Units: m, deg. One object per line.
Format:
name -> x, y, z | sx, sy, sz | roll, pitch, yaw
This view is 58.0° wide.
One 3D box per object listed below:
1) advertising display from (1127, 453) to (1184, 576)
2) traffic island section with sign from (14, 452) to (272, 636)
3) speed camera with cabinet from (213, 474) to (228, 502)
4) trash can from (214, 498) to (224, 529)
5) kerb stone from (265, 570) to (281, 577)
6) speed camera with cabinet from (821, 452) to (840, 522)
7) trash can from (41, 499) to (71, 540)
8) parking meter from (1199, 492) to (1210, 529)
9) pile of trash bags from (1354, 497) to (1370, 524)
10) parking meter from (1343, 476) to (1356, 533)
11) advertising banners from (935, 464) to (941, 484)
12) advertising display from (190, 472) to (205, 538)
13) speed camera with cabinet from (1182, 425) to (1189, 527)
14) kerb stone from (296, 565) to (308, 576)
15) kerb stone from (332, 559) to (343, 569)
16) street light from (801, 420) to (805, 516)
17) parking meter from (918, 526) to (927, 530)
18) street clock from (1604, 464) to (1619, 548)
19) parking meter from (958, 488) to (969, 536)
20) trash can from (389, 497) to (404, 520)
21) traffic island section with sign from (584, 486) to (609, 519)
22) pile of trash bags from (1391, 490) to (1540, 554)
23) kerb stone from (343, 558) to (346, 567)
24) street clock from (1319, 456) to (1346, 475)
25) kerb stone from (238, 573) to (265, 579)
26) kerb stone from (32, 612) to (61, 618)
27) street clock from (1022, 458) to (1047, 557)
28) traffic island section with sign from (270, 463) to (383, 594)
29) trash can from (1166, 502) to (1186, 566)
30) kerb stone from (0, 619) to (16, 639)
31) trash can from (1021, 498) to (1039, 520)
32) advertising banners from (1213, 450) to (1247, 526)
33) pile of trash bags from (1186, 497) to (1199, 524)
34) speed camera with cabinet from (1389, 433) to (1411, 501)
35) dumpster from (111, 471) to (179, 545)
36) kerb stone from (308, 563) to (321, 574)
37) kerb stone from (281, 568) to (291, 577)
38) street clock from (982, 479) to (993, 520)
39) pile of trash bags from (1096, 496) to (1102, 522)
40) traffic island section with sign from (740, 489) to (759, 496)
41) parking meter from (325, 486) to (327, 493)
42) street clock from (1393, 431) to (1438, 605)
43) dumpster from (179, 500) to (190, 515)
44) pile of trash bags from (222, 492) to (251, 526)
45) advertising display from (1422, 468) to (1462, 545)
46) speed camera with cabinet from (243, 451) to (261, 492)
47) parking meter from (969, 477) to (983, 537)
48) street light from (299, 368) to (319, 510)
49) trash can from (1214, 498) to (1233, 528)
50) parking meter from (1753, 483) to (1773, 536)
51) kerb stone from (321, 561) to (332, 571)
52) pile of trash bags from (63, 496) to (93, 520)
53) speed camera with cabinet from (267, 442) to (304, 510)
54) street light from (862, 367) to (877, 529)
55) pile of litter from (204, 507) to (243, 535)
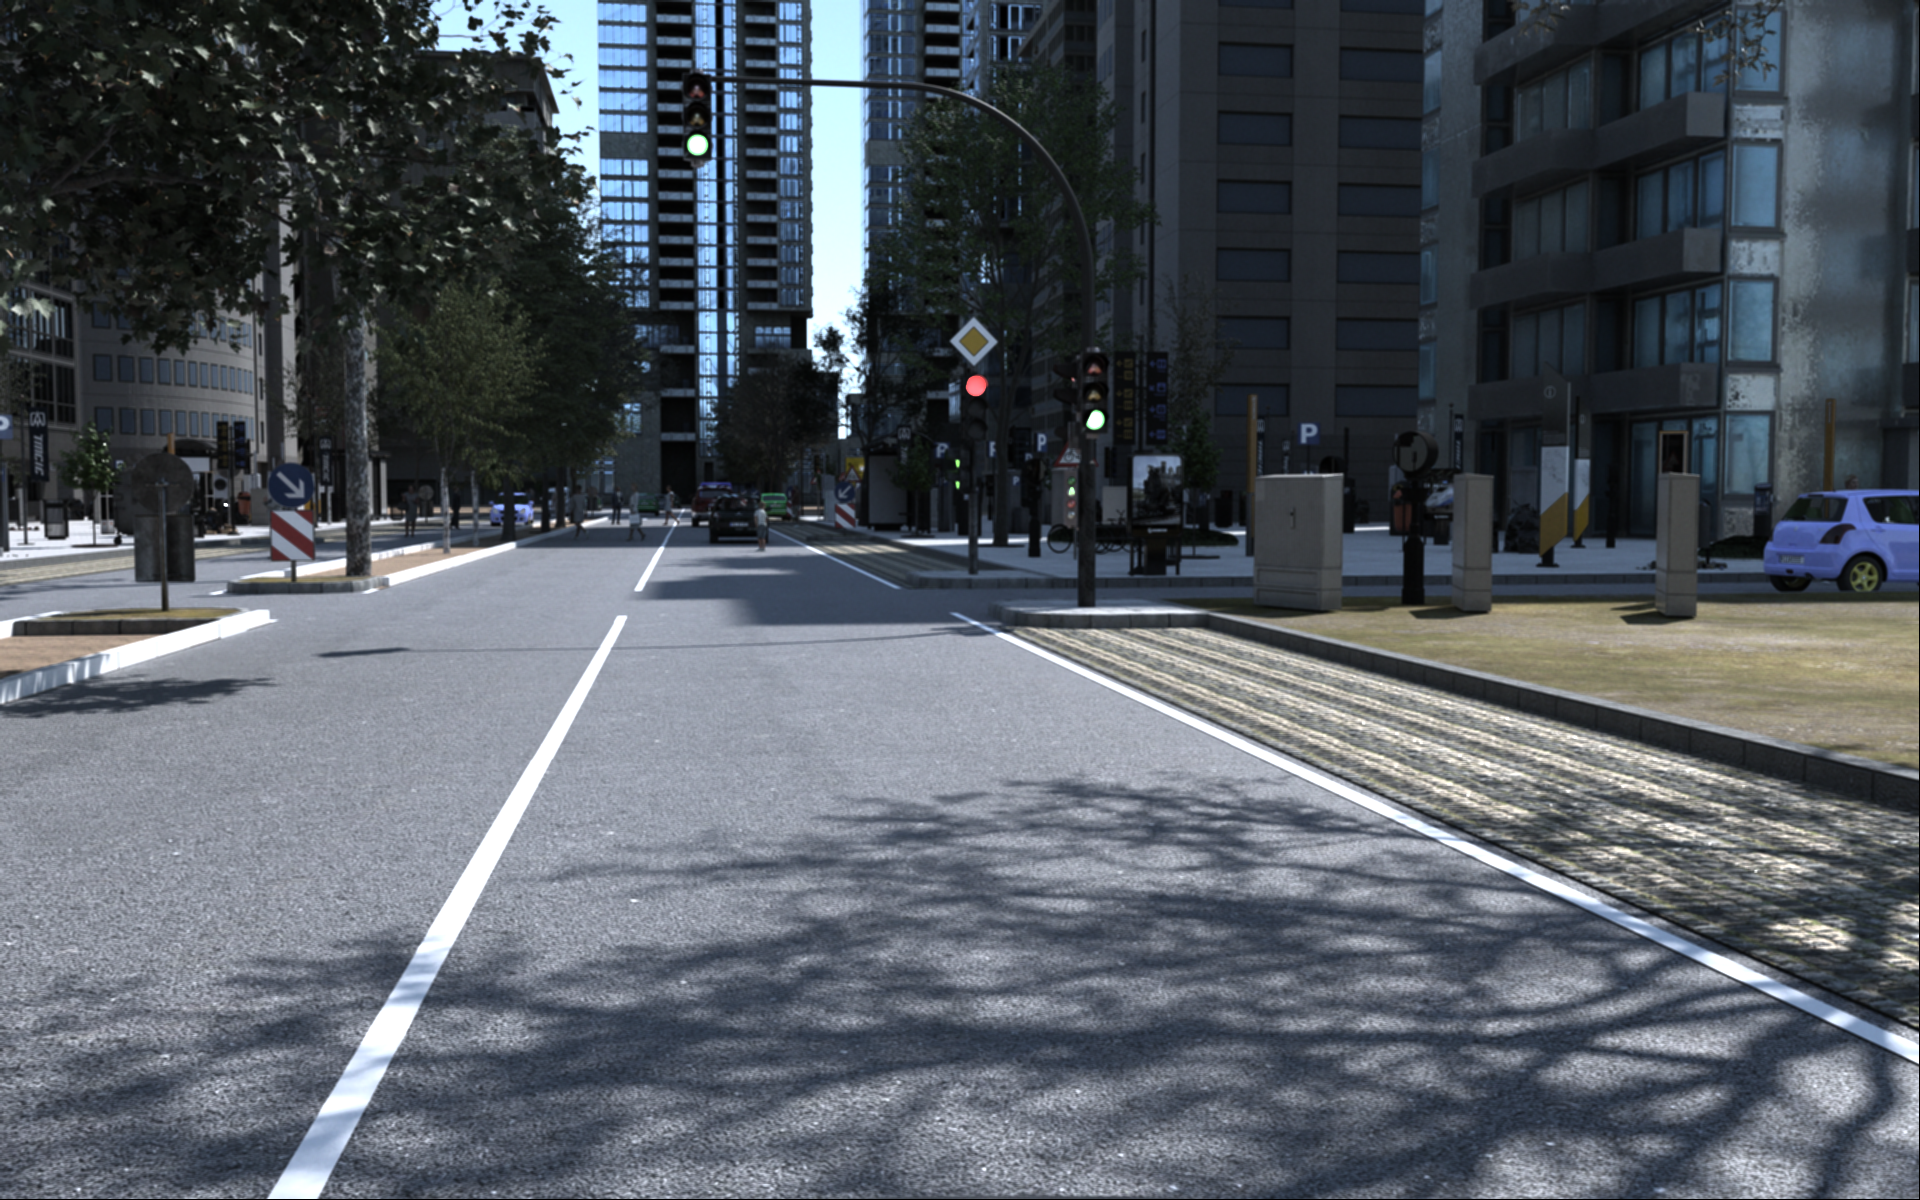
advertising display -> 3.067, -1.346, 27.221 | 0.974, 1.923, 0.123 | -2, 4, -26
traffic island section with sign -> -8.664, -0.630, 18.441 | 2.006, 1.907, 1.989 | -1, 4, -9
speed camera with cabinet -> -35.813, -5.368, 82.098 | 2.038, 3.252, 0.660 | -2, 4, -25
trash can -> -26.113, -2.988, 60.506 | 0.748, 1.137, 0.748 | 0, 3, 0
kerb stone -> -11.202, -0.354, 27.982 | 0.120, 0.150, 1.000 | -1, 4, -9
speed camera with cabinet -> -6.017, -5.278, 80.635 | 0.660, 3.252, 2.038 | -1, 4, -12
trash can -> -25.471, -2.273, 48.811 | 0.748, 1.137, 0.748 | 0, 3, 0
parking meter -> 8.699, -3.259, 61.701 | 0.372, 1.533, 0.369 | 0, 3, 0
pile of trash bags -> 16.728, -3.981, 74.840 | 1.912, 1.369, 3.447 | 1, 4, 13
parking meter -> 12.739, -3.123, 56.770 | 0.399, 1.863, 0.255 | 2, 4, 35
advertising banners -> -0.754, -6.386, 100.605 | 0.090, 3.025, 2.074 | 3, 5, 44
advertising display -> -22.354, -2.786, 50.760 | 0.123, 1.923, 0.974 | -3, 5, -41
speed camera with cabinet -> 6.224, -3.439, 50.556 | 0.660, 3.252, 2.038 | 0, 4, -3
kerb stone -> -11.515, -0.477, 30.002 | 0.120, 0.150, 1.000 | -1, 4, -9
kerb stone -> -11.979, -0.659, 33.039 | 0.120, 0.150, 1.000 | -1, 4, -9
street light -> -9.279, -7.888, 101.751 | 0.468, 5.910, 1.993 | -1, 4, -9
parking meter -> -1.341, -3.389, 61.116 | 0.255, 1.863, 0.399 | -2, 4, -33
street clock -> 15.512, -2.243, 41.239 | 0.358, 2.002, 0.471 | 1, 4, 15
parking meter -> 0.118, -2.764, 53.605 | 0.372, 1.533, 0.369 | 0, 3, 0
trash can -> -27.395, -4.440, 84.242 | 0.748, 1.137, 0.748 | 0, 3, 0
traffic island section with sign -> -21.272, -5.620, 100.022 | 2.006, 1.907, 1.989 | -1, 4, -9
pile of trash bags -> 11.280, -1.745, 38.282 | 3.447, 1.369, 1.912 | 1, 4, 20
kerb stone -> -12.133, -0.725, 34.050 | 0.120, 0.150, 1.000 | -1, 4, -9
street clock -> 7.118, -1.747, 33.132 | 0.358, 2.002, 0.471 | -3, 5, -40
kerb stone -> -11.047, -0.292, 26.971 | 0.120, 0.150, 1.000 | -1, 4, -9
kerb stone -> -9.711, 0.236, 18.343 | 0.120, 0.150, 1.000 | -1, 4, -9
street clock -> 1.516, -1.873, 35.198 | 0.471, 2.002, 0.358 | -2, 4, -23
traffic island section with sign -> -9.786, -1.078, 25.763 | 2.006, 1.907, 1.989 | -1, 4, -9
trash can -> 3.680, -1.194, 31.176 | 0.748, 1.137, 0.748 | 0, 3, 0
kerb stone -> -9.545, 0.297, 17.334 | 0.120, 0.150, 1.000 | -1, 4, -9
trash can -> 2.614, -3.226, 64.396 | 0.748, 1.137, 0.748 | 0, 3, 0
advertising banners -> 10.595, -4.430, 68.617 | 2.074, 3.025, 0.090 | -1, 4, -9
pile of trash bags -> 9.195, -3.884, 73.262 | 1.912, 1.369, 3.447 | 2, 4, 25
speed camera with cabinet -> 14.603, -3.770, 55.969 | 0.660, 3.252, 2.038 | -1, 4, -14
dumpster -> -20.906, -2.368, 44.479 | 1.264, 1.857, 1.865 | -1, 4, -9
kerb stone -> -11.665, -0.539, 31.014 | 0.120, 0.150, 1.000 | -1, 4, -9
kerb stone -> -11.359, -0.412, 28.992 | 0.120, 0.150, 1.000 | -1, 4, -9
street clock -> 1.468, -4.891, 84.531 | 0.471, 2.002, 0.358 | 1, 4, 12
pile of trash bags -> 6.851, -4.287, 79.849 | 1.912, 1.369, 3.447 | 2, 4, 28
traffic island section with sign -> -15.308, -7.314, 128.214 | 1.989, 1.847, 2.006 | -1, 4, -9
parking meter -> -32.264, -5.067, 88.558 | 0.399, 1.863, 0.255 | -1, 4, -21
street clock -> 5.274, -0.950, 20.101 | 0.358, 2.002, 0.471 | -3, 5, -43
dumpster -> -24.056, -3.055, 52.441 | 1.502, 2.255, 1.985 | -1, 4, -9
pile of trash bags -> -29.866, -3.733, 70.783 | 3.447, 1.369, 1.912 | 3, 5, 42
advertising display -> 12.116, -2.344, 43.544 | 0.974, 1.923, 0.123 | 3, 4, 36
speed camera with cabinet -> -32.298, -5.227, 79.796 | 0.660, 3.252, 2.038 | 0, 4, 3
parking meter -> 0.486, -2.853, 52.363 | 0.399, 1.863, 0.255 | 0, 4, 4
street light -> -23.943, -5.570, 63.856 | 0.468, 5.910, 1.993 | -1, 4, -9
trash can -> 10.006, -3.315, 65.859 | 0.748, 1.137, 0.748 | 0, 3, 0
parking meter -> 18.232, -1.891, 39.332 | 0.372, 1.533, 0.369 | 0, 3, 0
kerb stone -> -11.828, -0.601, 32.028 | 0.120, 0.150, 1.000 | -1, 4, -9
pile of trash bags -> -43.512, -4.586, 84.728 | 3.447, 1.369, 1.912 | -1, 4, -21
speed camera with cabinet -> -26.068, -4.442, 66.963 | 0.660, 3.252, 2.038 | 0, 4, 2
street light -> -3.316, -5.531, 63.228 | 0.468, 5.910, 1.993 | -1, 4, -9
pile of litter -> -23.674, -2.534, 55.395 | 1.176, 0.858, 1.719 | 2, 4, 33
